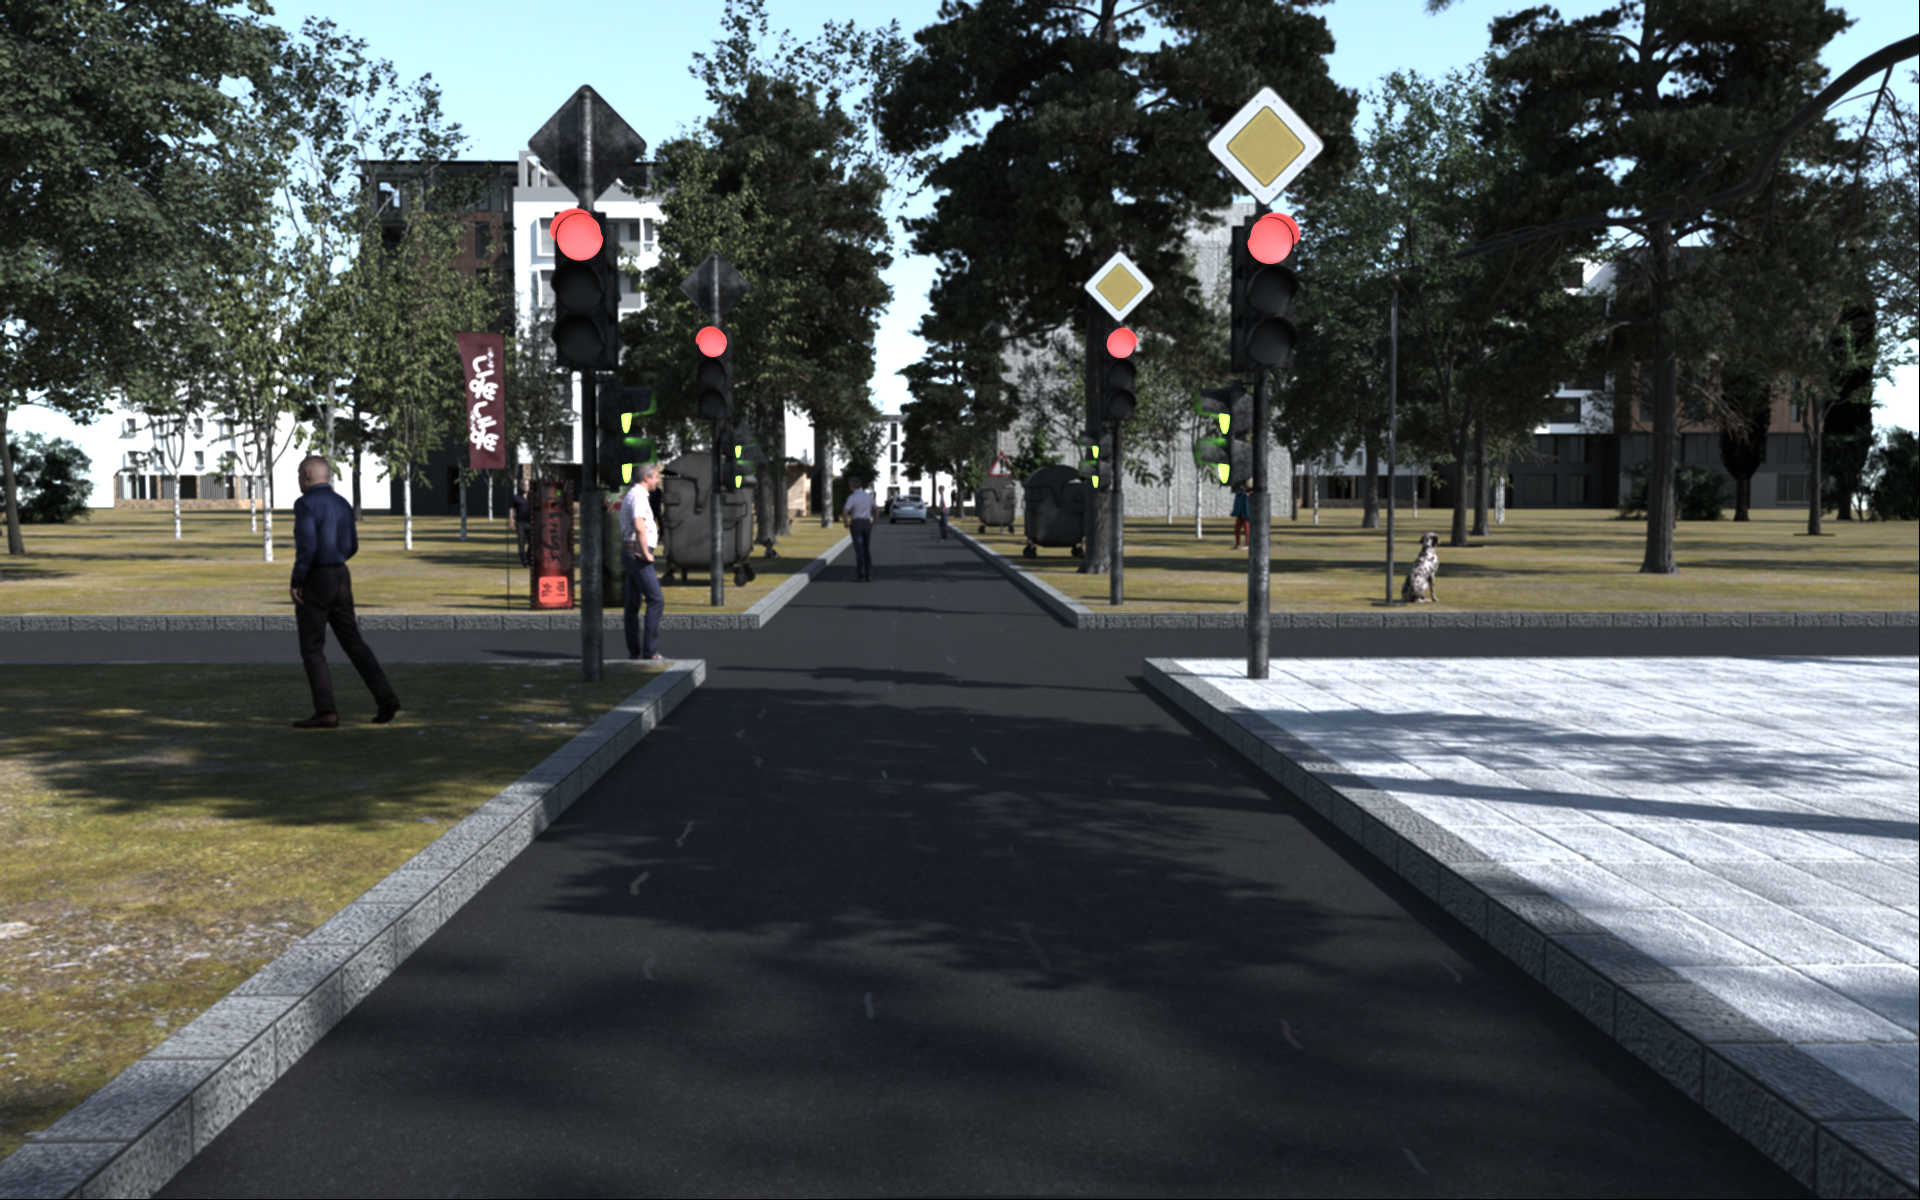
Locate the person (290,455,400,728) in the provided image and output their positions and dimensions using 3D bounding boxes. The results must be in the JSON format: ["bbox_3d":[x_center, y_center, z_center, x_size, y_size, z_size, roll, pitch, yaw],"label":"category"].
[{"bbox_3d":[-3.510,-0.053,9.607,0.600,1.496,0.574,3,5,44],"label":"person"}]

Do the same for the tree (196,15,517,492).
[{"bbox_3d":[-23.743,-12.938,67.433,12.611,20.169,13.585,0,3,0],"label":"tree"}]

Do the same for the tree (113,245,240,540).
[{"bbox_3d":[-22.170,-6.022,48.823,4.360,8.622,3.978,0,3,0],"label":"tree"}]

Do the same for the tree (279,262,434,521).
[{"bbox_3d":[-28.397,-9.740,81.303,6.751,12.117,7.091,0,3,0],"label":"tree"}]

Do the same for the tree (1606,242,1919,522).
[{"bbox_3d":[41.010,-10.984,81.408,18.604,14.587,13.155,0,4,0],"label":"tree"}]

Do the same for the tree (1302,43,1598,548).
[{"bbox_3d":[11.955,-7.080,41.514,9.928,11.665,9.643,0,3,0],"label":"tree"}]

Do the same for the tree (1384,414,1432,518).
[{"bbox_3d":[24.311,-8.677,92.232,4.737,8.622,4.395,0,3,0],"label":"tree"}]

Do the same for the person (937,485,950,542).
[{"bbox_3d":[-0.529,-2.599,51.924,0.436,1.711,0.756,1,4,12],"label":"person"}]

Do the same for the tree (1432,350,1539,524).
[{"bbox_3d":[25.072,-7.969,80.657,4.737,8.622,4.395,0,3,0],"label":"tree"}]

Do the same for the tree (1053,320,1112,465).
[{"bbox_3d":[5.991,-7.009,64.966,4.737,8.622,4.395,0,3,0],"label":"tree"}]

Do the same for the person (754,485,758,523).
[{"bbox_3d":[-8.895,-4.231,75.669,0.568,1.767,0.683,0,4,5],"label":"person"}]

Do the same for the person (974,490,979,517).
[{"bbox_3d":[1.039,-5.539,96.686,0.705,1.814,1.350,-2,4,-24],"label":"person"}]

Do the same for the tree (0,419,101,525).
[{"bbox_3d":[-46.869,-10.490,73.326,18.604,14.587,13.155,0,4,7],"label":"tree"}]

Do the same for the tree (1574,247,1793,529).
[{"bbox_3d":[26.343,-7.929,64.050,8.767,10.594,7.601,0,4,-1],"label":"tree"}]

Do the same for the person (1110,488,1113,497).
[{"bbox_3d":[4.785,-3.059,56.879,0.655,1.722,0.431,-1,4,-16],"label":"person"}]

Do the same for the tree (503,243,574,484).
[{"bbox_3d":[-13.629,-5.915,47.068,4.737,8.622,4.395,0,3,0],"label":"tree"}]

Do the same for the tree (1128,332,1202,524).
[{"bbox_3d":[8.832,-7.610,74.790,4.360,8.622,3.978,0,3,0],"label":"tree"}]

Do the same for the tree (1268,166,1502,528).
[{"bbox_3d":[15.623,-9.681,64.936,9.857,13.997,8.962,0,3,0],"label":"tree"}]

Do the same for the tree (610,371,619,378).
[{"bbox_3d":[-13.995,-10.946,86.396,7.806,13.903,7.818,0,3,0],"label":"tree"}]

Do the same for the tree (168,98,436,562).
[{"bbox_3d":[-13.006,-5.029,32.585,4.737,8.622,4.395,0,3,0],"label":"tree"}]

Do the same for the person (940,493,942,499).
[{"bbox_3d":[-1.270,-6.779,117.675,0.445,1.727,0.742,-3,5,-41],"label":"person"}]

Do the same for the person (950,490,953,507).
[{"bbox_3d":[-0.865,-9.743,166.142,0.445,1.727,0.742,-3,5,-40],"label":"person"}]

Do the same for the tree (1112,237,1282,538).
[{"bbox_3d":[7.207,-6.116,50.361,4.737,8.622,4.395,0,3,0],"label":"tree"}]

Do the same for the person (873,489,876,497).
[{"bbox_3d":[-8.487,-9.933,168.319,0.599,1.838,0.709,-3,4,-36],"label":"person"}]

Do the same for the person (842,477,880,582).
[{"bbox_3d":[-1.664,-1.150,28.238,0.756,1.711,0.436,-2,4,-34],"label":"person"}]

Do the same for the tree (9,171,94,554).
[{"bbox_3d":[-20.560,-6.269,36.904,7.601,10.594,8.767,1,4,9],"label":"tree"}]

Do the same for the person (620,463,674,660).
[{"bbox_3d":[-2.681,-0.328,14.794,0.436,1.711,0.756,-1,4,-11],"label":"person"}]

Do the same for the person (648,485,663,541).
[{"bbox_3d":[-8.355,-2.471,47.143,0.576,1.737,0.504,2,4,30],"label":"person"}]

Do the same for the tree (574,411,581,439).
[{"bbox_3d":[-21.935,-8.607,91.081,4.737,8.622,4.395,0,3,0],"label":"tree"}]

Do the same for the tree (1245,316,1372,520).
[{"bbox_3d":[16.481,-9.158,84.151,8.767,10.594,7.601,2,4,34],"label":"tree"}]

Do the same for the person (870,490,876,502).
[{"bbox_3d":[-8.228,-9.693,164.970,0.683,1.767,0.568,-1,4,-9],"label":"person"}]

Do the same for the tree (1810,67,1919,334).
[{"bbox_3d":[24.262,-7.879,39.197,12.009,13.543,11.850,0,3,0],"label":"tree"}]

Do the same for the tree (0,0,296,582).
[{"bbox_3d":[-14.421,-7.224,24.763,9.857,13.997,8.962,0,3,0],"label":"tree"}]

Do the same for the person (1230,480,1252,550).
[{"bbox_3d":[6.515,-1.970,39.951,0.444,1.614,0.593,-1,4,-12],"label":"person"}]

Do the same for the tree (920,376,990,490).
[{"bbox_3d":[-0.265,-9.159,100.118,4.360,8.622,3.978,0,3,0],"label":"tree"}]

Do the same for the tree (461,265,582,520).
[{"bbox_3d":[-13.535,-6.394,54.900,4.360,8.622,3.978,0,3,0],"label":"tree"}]

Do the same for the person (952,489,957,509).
[{"bbox_3d":[-0.358,-8.879,151.671,0.568,1.767,0.683,2,4,24],"label":"person"}]

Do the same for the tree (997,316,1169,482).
[{"bbox_3d":[5.911,-9.158,84.149,8.767,10.594,7.601,0,4,5],"label":"tree"}]

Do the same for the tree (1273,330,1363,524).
[{"bbox_3d":[15.254,-7.550,73.798,4.360,8.622,3.978,0,3,0],"label":"tree"}]

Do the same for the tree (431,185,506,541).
[{"bbox_3d":[-13.029,-5.473,39.844,4.737,8.622,4.395,0,3,0],"label":"tree"}]

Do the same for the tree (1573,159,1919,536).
[{"bbox_3d":[26.260,-7.798,53.260,9.928,11.665,9.643,0,3,0],"label":"tree"}]

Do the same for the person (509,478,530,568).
[{"bbox_3d":[-7.472,-1.331,30.013,0.569,1.553,0.471,0,4,7],"label":"person"}]
